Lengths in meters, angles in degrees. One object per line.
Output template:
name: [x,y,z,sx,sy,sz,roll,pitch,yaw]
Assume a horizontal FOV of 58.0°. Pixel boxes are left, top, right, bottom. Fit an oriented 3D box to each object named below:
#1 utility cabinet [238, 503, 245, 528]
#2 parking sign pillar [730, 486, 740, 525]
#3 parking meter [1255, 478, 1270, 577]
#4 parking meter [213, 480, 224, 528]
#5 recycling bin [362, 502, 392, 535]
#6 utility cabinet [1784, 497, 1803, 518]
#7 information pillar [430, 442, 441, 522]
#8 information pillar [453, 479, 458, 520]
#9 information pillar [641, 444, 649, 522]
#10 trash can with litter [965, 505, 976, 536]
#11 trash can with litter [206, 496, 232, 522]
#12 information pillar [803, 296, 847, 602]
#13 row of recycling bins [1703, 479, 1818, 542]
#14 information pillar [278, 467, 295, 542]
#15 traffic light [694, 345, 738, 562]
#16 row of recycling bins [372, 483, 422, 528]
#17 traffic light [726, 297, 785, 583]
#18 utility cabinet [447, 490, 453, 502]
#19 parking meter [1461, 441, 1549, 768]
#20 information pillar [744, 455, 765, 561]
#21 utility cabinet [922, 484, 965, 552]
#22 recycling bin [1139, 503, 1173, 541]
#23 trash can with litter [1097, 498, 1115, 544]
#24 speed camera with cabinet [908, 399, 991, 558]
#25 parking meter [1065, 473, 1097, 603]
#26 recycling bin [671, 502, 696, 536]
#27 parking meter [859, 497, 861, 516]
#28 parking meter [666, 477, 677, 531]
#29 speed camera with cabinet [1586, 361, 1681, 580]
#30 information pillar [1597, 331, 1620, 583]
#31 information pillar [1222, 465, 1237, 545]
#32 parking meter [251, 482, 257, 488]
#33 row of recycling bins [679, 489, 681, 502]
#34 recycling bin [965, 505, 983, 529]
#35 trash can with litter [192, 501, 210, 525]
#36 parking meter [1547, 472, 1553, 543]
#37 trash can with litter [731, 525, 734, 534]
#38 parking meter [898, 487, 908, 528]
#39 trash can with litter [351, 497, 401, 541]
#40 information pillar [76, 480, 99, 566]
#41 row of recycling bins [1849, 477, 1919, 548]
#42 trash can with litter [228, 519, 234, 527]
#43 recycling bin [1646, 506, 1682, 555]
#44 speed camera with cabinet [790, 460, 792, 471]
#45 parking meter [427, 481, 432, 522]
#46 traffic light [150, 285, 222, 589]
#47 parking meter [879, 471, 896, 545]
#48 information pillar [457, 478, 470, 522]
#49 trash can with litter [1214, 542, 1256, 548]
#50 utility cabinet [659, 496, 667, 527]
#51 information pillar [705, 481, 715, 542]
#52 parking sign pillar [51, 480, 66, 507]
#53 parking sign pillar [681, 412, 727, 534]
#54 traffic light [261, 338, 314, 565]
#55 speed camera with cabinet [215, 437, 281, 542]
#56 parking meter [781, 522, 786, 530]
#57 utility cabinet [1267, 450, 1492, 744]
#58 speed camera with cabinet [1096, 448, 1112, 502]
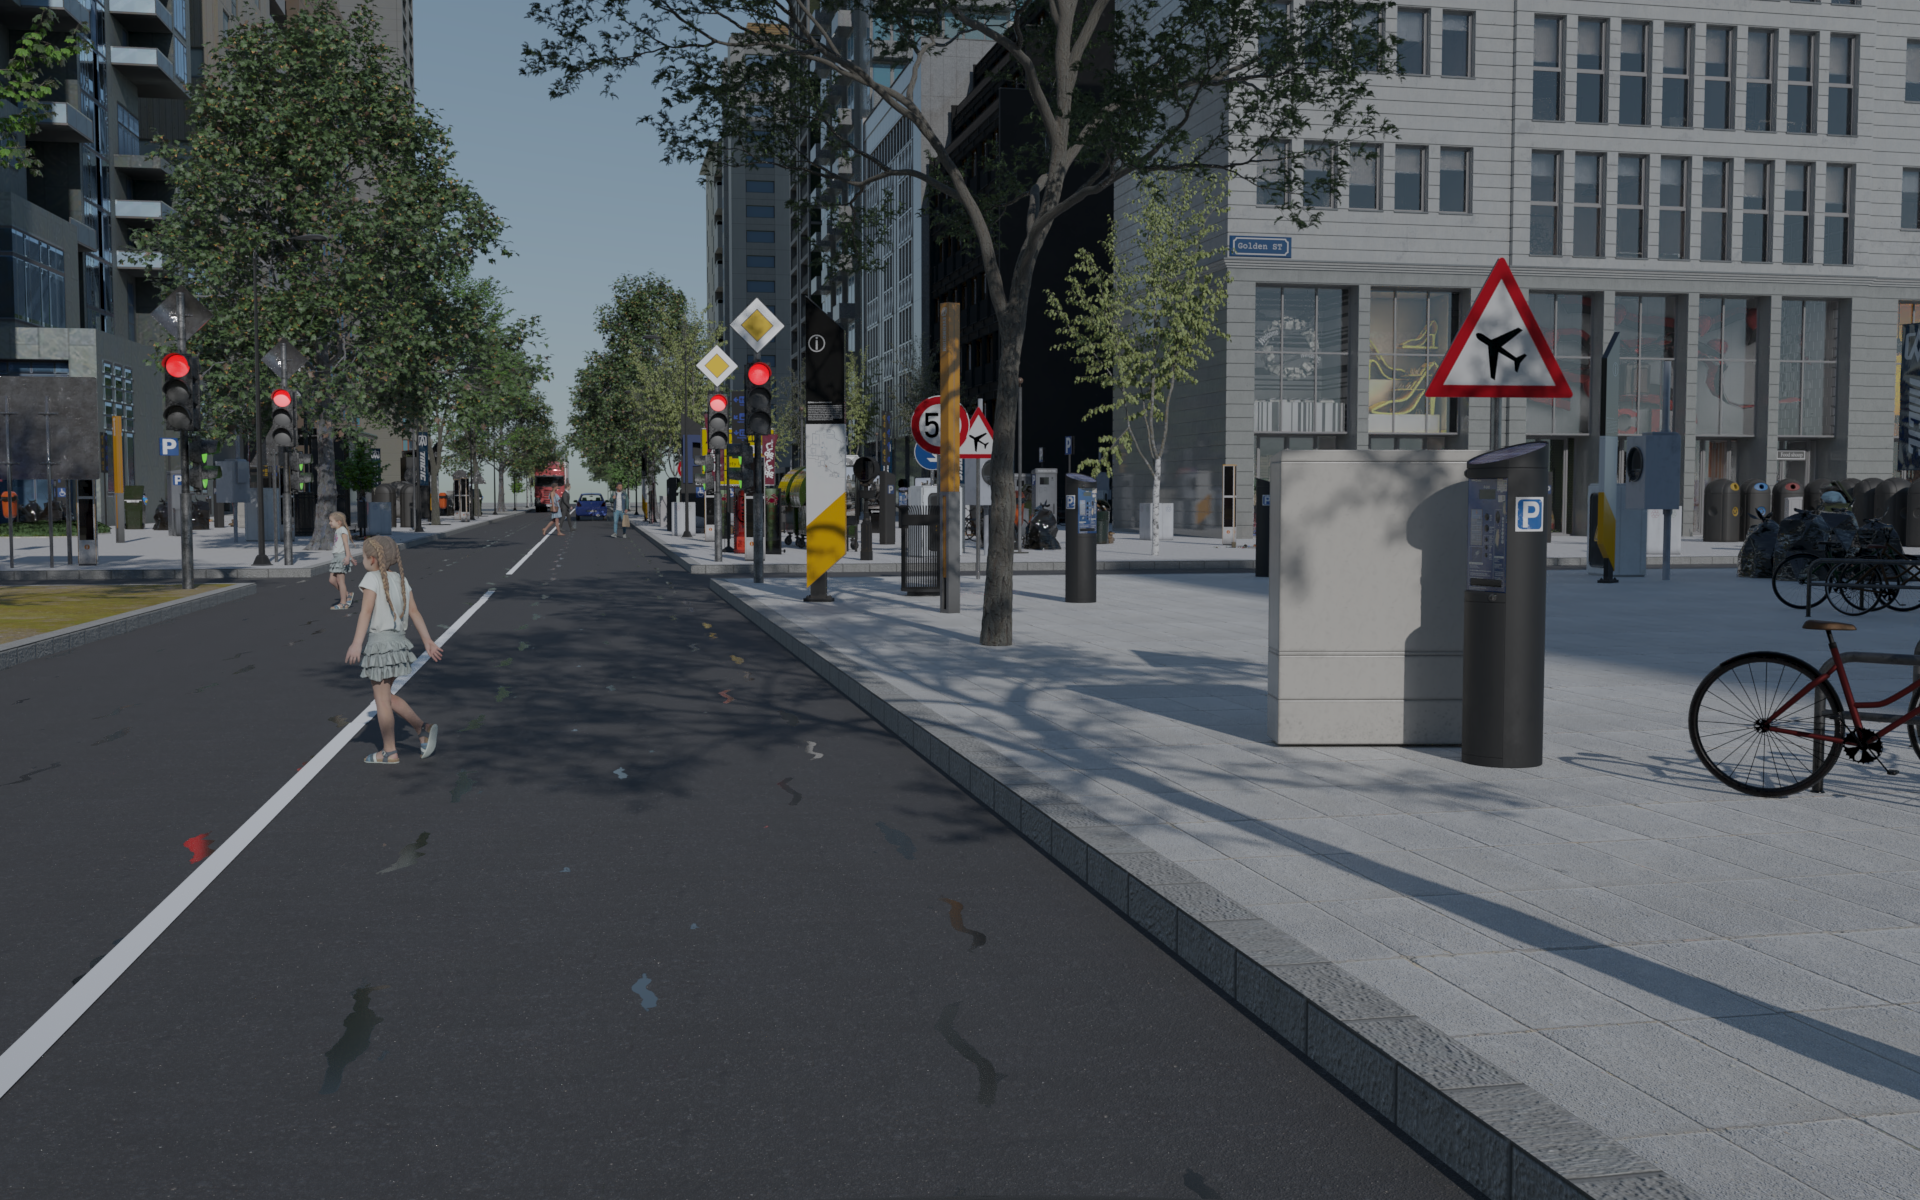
utility cabinet: [-26.534,-3.447,65.032,1.173,1.500,0.318,1,4,14]
parking sign pillar: [-9.001,-4.883,68.304,1.447,3.967,1.447,0,4,-4]
parking meter: [4.774,-1.128,26.850,0.372,1.533,0.369,0,3,0]
parking meter: [-28.134,-3.670,65.723,0.399,1.863,0.255,3,5,42]
recycling bin: [-18.297,-2.551,54.266,0.722,1.027,0.722,-3,5,-43]
utility cabinet: [18.614,-1.686,38.730,0.306,1.237,1.020,1,4,22]
information pillar: [-23.651,-5.298,77.971,0.183,3.616,0.504,1,4,21]
information pillar: [-24.628,-4.923,84.975,0.304,2.012,0.304,0,4,7]
information pillar: [-14.718,-5.471,80.813,0.183,3.616,0.504,-2,4,-33]
trash can with litter: [0.421,-2.589,53.380,1.678,1.210,2.233,-1,4,-18]
trash can with litter: [-34.723,-4.234,80.288,1.678,1.210,2.233,-2,4,-25]
information pillar: [-1.602,-1.785,20.538,0.504,3.616,0.183,1,4,9]
row of recycling bins: [21.707,-2.403,46.407,3.534,1.692,1.069,0,4,-1]
information pillar: [-18.111,-2.575,46.592,0.304,2.012,0.304,0,4,-4]
traffic light: [-4.598,-2.679,32.722,0.839,4.253,0.868,-1,4,-12]
row of recycling bins: [-22.411,-3.628,66.434,3.534,1.692,1.069,0,4,3]
traffic light: [-2.928,-2.201,24.913,0.839,4.253,0.868,-1,4,-12]
utility cabinet: [-30.286,-5.820,103.831,1.173,1.500,0.318,2,4,35]
parking meter: [2.590,0.011,8.233,0.372,1.533,0.369,0,3,0]
information pillar: [-3.918,-1.748,33.070,0.304,2.012,0.304,1,4,19]
utility cabinet: [-0.377,-1.782,37.820,0.318,1.500,1.173,-3,4,-38]
recycling bin: [5.463,-2.179,48.185,0.722,1.027,0.722,-1,4,-21]
trash can with litter: [3.614,-2.032,44.618,0.624,1.170,1.055,1,4,21]
speed camera with cabinet: [-0.055,-2.519,35.521,2.038,3.252,0.660,-2,4,-33]
parking meter: [1.432,-0.739,20.494,0.372,1.533,0.369,0,3,0]
recycling bin: [-8.514,-2.495,53.344,0.722,1.027,0.722,-1,4,-9]
parking meter: [-6.030,-5.712,101.801,0.372,1.533,0.369,0,3,0]
parking meter: [-10.012,-3.329,60.138,0.255,1.863,0.399,-2,4,-28]
speed camera with cabinet: [10.320,-1.972,26.581,0.660,3.252,2.038,0,4,-3]
information pillar: [9.310,-2.049,24.856,0.183,3.616,0.504,3,5,41]
information pillar: [6.742,-2.374,43.308,0.304,2.012,0.304,1,4,20]
parking meter: [-34.323,-4.790,84.027,0.399,1.863,0.255,1,4,20]
row of recycling bins: [-15.809,-5.928,104.042,1.069,1.692,3.534,1,4,16]
recycling bin: [0.531,-3.091,63.085,0.722,1.027,0.722,0,4,-1]
trash can with litter: [-30.279,-3.489,68.433,0.624,1.170,1.055,2,4,35]
parking meter: [15.327,-2.433,45.494,0.399,1.863,0.255,-2,4,-28]
trash can with litter: [-7.687,-2.720,55.853,1.055,1.170,0.624,0,4,-5]
parking meter: [-2.122,-3.451,64.842,0.372,1.533,0.369,0,3,0]
trash can with litter: [-16.663,-2.281,48.355,1.678,1.210,2.233,-2,4,-31]
information pillar: [-15.650,-1.624,31.041,0.304,2.012,0.304,-1,4,-21]
row of recycling bins: [23.018,-2.199,43.070,1.069,1.692,3.534,-1,4,-9]
trash can with litter: [-28.087,-3.454,67.860,0.624,1.170,1.055,2,4,29]
recycling bin: [14.961,-1.497,37.027,0.722,1.027,0.722,1,4,9]
speed camera with cabinet: [-9.236,-6.434,99.525,0.660,3.252,2.038,-2,4,-31]
parking meter: [-24.344,-4.526,79.715,0.255,1.863,0.399,0,4,-2]
traffic light: [-10.418,-2.103,23.301,0.839,4.253,0.868,-1,4,-12]
parking meter: [-1.837,-2.340,43.962,0.255,1.863,0.399,3,5,42]
information pillar: [-22.550,-4.551,78.905,0.304,2.012,0.304,1,4,12]
trash can with litter: [7.176,-1.840,41.135,2.233,1.210,1.678,1,4,14]
utility cabinet: [-11.618,-3.471,67.916,0.306,1.237,1.020,-1,4,-12]
information pillar: [-6.693,-2.566,46.439,0.304,2.012,0.304,0,4,-8]
parking sign pillar: [-34.137,-4.724,65.702,1.447,3.967,1.447,-2,4,-33]
parking sign pillar: [-8.506,-4.186,56.910,1.447,3.967,1.447,0,4,-7]
traffic light: [-12.087,-2.580,31.111,0.839,4.253,0.868,-1,4,-12]
speed camera with cabinet: [-19.125,-3.201,46.666,0.660,3.252,2.038,1,4,17]
parking meter: [-6.396,-3.260,61.713,0.372,1.533,0.369,0,3,0]
utility cabinet: [2.188,-0.011,8.854,1.173,1.500,0.318,0,4,-1]
speed camera with cabinet: [5.954,-4.804,72.880,0.660,3.252,2.038,1,4,14]
